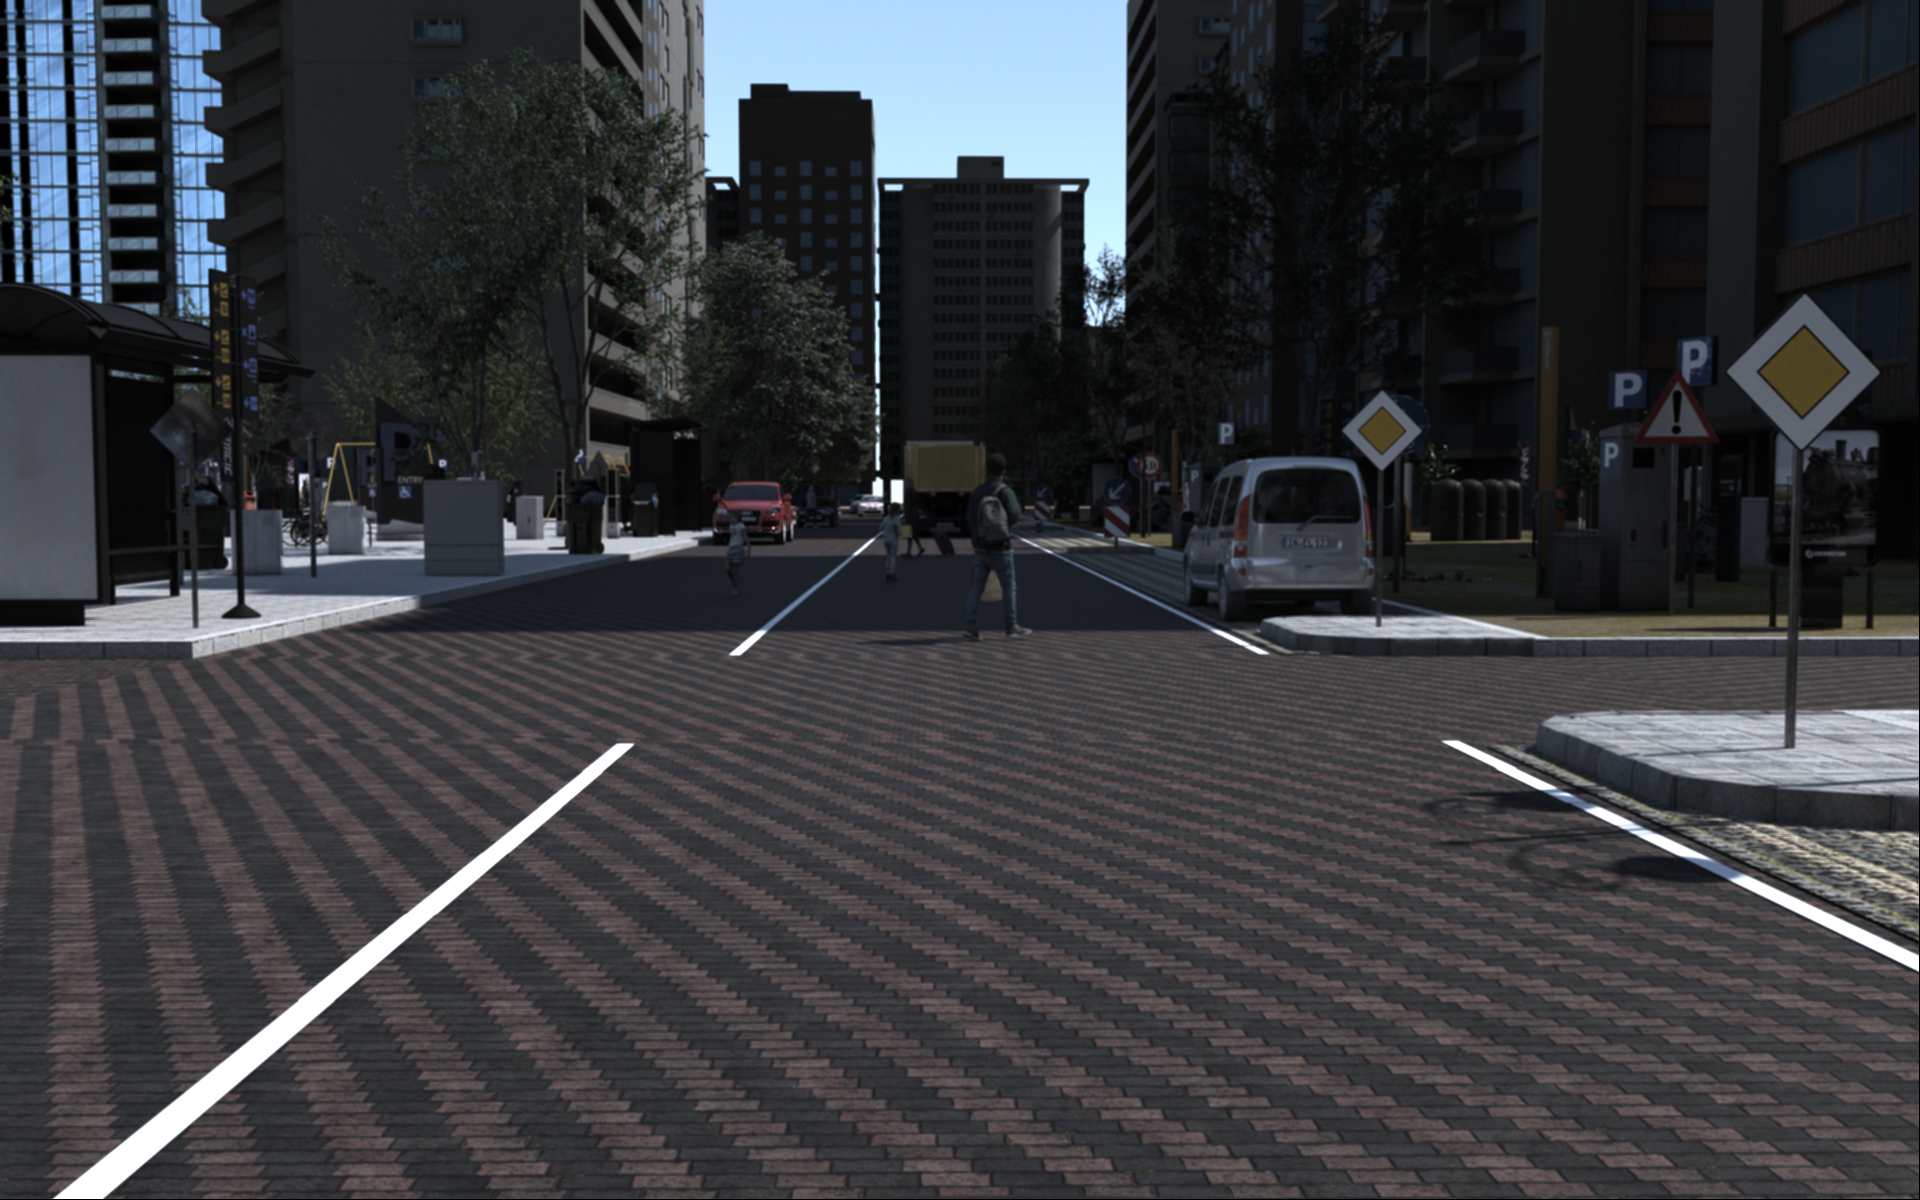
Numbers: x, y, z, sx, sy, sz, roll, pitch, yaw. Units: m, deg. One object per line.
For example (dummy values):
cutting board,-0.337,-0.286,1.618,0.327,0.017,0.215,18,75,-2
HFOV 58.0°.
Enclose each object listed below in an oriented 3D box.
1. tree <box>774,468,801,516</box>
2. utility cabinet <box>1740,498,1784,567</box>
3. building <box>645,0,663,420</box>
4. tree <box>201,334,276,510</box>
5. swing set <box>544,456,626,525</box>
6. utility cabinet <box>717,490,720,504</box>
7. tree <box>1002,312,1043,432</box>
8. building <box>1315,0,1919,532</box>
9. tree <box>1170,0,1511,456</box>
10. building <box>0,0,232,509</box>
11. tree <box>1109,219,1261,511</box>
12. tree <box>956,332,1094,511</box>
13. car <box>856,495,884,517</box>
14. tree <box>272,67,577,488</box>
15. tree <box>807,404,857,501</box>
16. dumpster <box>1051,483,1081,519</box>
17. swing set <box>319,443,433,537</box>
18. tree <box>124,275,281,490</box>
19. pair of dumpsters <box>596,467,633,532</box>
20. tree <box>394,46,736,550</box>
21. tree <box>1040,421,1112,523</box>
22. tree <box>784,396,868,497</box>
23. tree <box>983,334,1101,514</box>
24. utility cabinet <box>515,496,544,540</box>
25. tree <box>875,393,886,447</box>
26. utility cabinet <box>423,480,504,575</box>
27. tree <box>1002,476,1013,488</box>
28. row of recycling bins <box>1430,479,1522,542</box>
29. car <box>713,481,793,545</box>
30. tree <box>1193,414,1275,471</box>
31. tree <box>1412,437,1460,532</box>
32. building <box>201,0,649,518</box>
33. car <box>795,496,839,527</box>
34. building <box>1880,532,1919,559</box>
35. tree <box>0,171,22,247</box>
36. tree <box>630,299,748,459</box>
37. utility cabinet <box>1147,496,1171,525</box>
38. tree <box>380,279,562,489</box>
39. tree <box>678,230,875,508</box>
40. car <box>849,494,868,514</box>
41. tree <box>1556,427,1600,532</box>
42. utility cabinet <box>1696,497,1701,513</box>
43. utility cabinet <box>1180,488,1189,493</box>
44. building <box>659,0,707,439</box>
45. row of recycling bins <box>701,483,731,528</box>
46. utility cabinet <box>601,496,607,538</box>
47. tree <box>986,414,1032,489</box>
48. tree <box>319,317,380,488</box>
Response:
tree,-10.323,-6.640,103.160,1.663,3.219,1.824,0,3,0
utility cabinet,14.147,-1.194,30.681,1.020,1.237,0.306,1,4,20
building,-28.607,-28.698,119.317,14.600,45.320,14.200,0,4,-1
tree,-30.082,-7.534,73.542,4.360,8.622,3.978,0,3,0
swing set,-15.301,-4.520,71.516,2.862,2.851,3.119,-3,5,-41
utility cabinet,-12.460,-5.033,90.976,0.318,1.500,1.173,0,4,4
tree,5.901,-7.899,63.566,8.767,10.594,7.601,0,4,-4
building,28.163,-25.851,77.294,22.147,44.769,28.867,0,4,-1
tree,6.743,-5.970,32.017,7.601,10.594,8.767,-1,4,-19
building,-65.866,-50.751,142.444,31.000,86.520,22.319,0,4,-1
tree,6.038,-5.857,46.126,4.360,8.622,3.978,0,3,0
tree,4.838,-13.418,129.757,12.009,13.543,11.850,0,3,0
car,-5.589,-6.023,110.843,2.083,1.381,4.827,0,4,-3
tree,-8.581,-4.851,29.680,4.360,8.622,3.978,0,3,0
tree,-10.300,-11.407,136.864,4.737,8.622,4.395,0,3,0
dumpster,5.470,-5.290,88.979,1.502,2.255,1.985,0,4,-1
swing set,-17.798,-3.393,53.092,3.119,2.851,2.862,0,4,6
tree,-25.181,-6.629,58.747,4.737,8.622,4.395,0,3,0
pair of dumpsters,-11.772,-3.520,60.052,1.574,2.255,4.437,0,4,-1
tree,-9.000,-6.986,39.975,9.928,11.665,9.643,0,3,0
tree,5.195,-5.767,77.999,4.285,4.588,4.351,0,3,0
tree,-11.524,-13.066,148.046,7.601,10.594,8.767,-1,4,-23
tree,5.205,-11.265,109.937,9.928,11.665,9.643,0,3,0
utility cabinet,-12.195,-2.318,49.061,1.020,1.237,0.306,3,5,44
tree,-11.308,-15.404,158.512,9.857,13.997,8.962,0,3,0
utility cabinet,-7.801,-1.136,27.250,1.173,1.500,0.318,0,4,0
tree,4.213,-10.508,166.403,1.663,3.219,1.824,0,3,0
row of recycling bins,14.374,-2.499,47.978,3.534,1.692,1.069,-3,4,-38
car,-6.013,-2.568,50.665,2.281,1.827,5.304,0,4,-2
tree,11.275,-5.361,71.358,4.285,4.588,4.351,0,3,0
tree,15.802,-3.913,58.573,1.663,3.219,1.824,0,3,0
building,-30.739,-29.210,101.278,21.300,48.544,21.600,0,4,-1
car,-6.266,-3.894,76.250,1.945,1.354,3.894,0,4,-1
building,31.284,-23.380,36.886,28.867,44.769,22.147,0,4,-1
tree,-16.233,-4.559,24.901,4.737,8.622,4.395,0,3,0
tree,-10.060,-6.979,64.467,4.737,8.622,4.395,0,3,0
utility cabinet,8.346,-3.744,72.368,1.020,1.237,0.306,2,4,24
tree,-15.736,-6.527,57.080,4.737,8.622,4.395,0,3,0
tree,-9.168,-10.833,83.773,9.857,13.997,8.962,0,3,0
car,-6.947,-6.909,124.970,2.014,1.417,4.499,0,4,1
tree,17.913,-3.397,50.142,1.663,3.219,1.824,0,3,0
utility cabinet,22.399,-2.526,52.466,0.306,1.237,1.020,2,4,24
utility cabinet,8.536,-3.292,62.507,1.173,1.500,0.318,2,4,29
building,-35.538,-33.806,141.962,27.495,52.752,28.713,0,4,-1
row of recycling bins,-10.122,-3.622,66.331,3.534,1.692,1.069,-2,4,-24
utility cabinet,-10.603,-2.441,51.076,0.306,1.237,1.020,1,4,21
tree,4.203,-12.394,153.011,4.737,8.622,4.395,0,3,0
tree,-23.436,-7.332,70.235,4.737,8.622,4.395,0,3,0
